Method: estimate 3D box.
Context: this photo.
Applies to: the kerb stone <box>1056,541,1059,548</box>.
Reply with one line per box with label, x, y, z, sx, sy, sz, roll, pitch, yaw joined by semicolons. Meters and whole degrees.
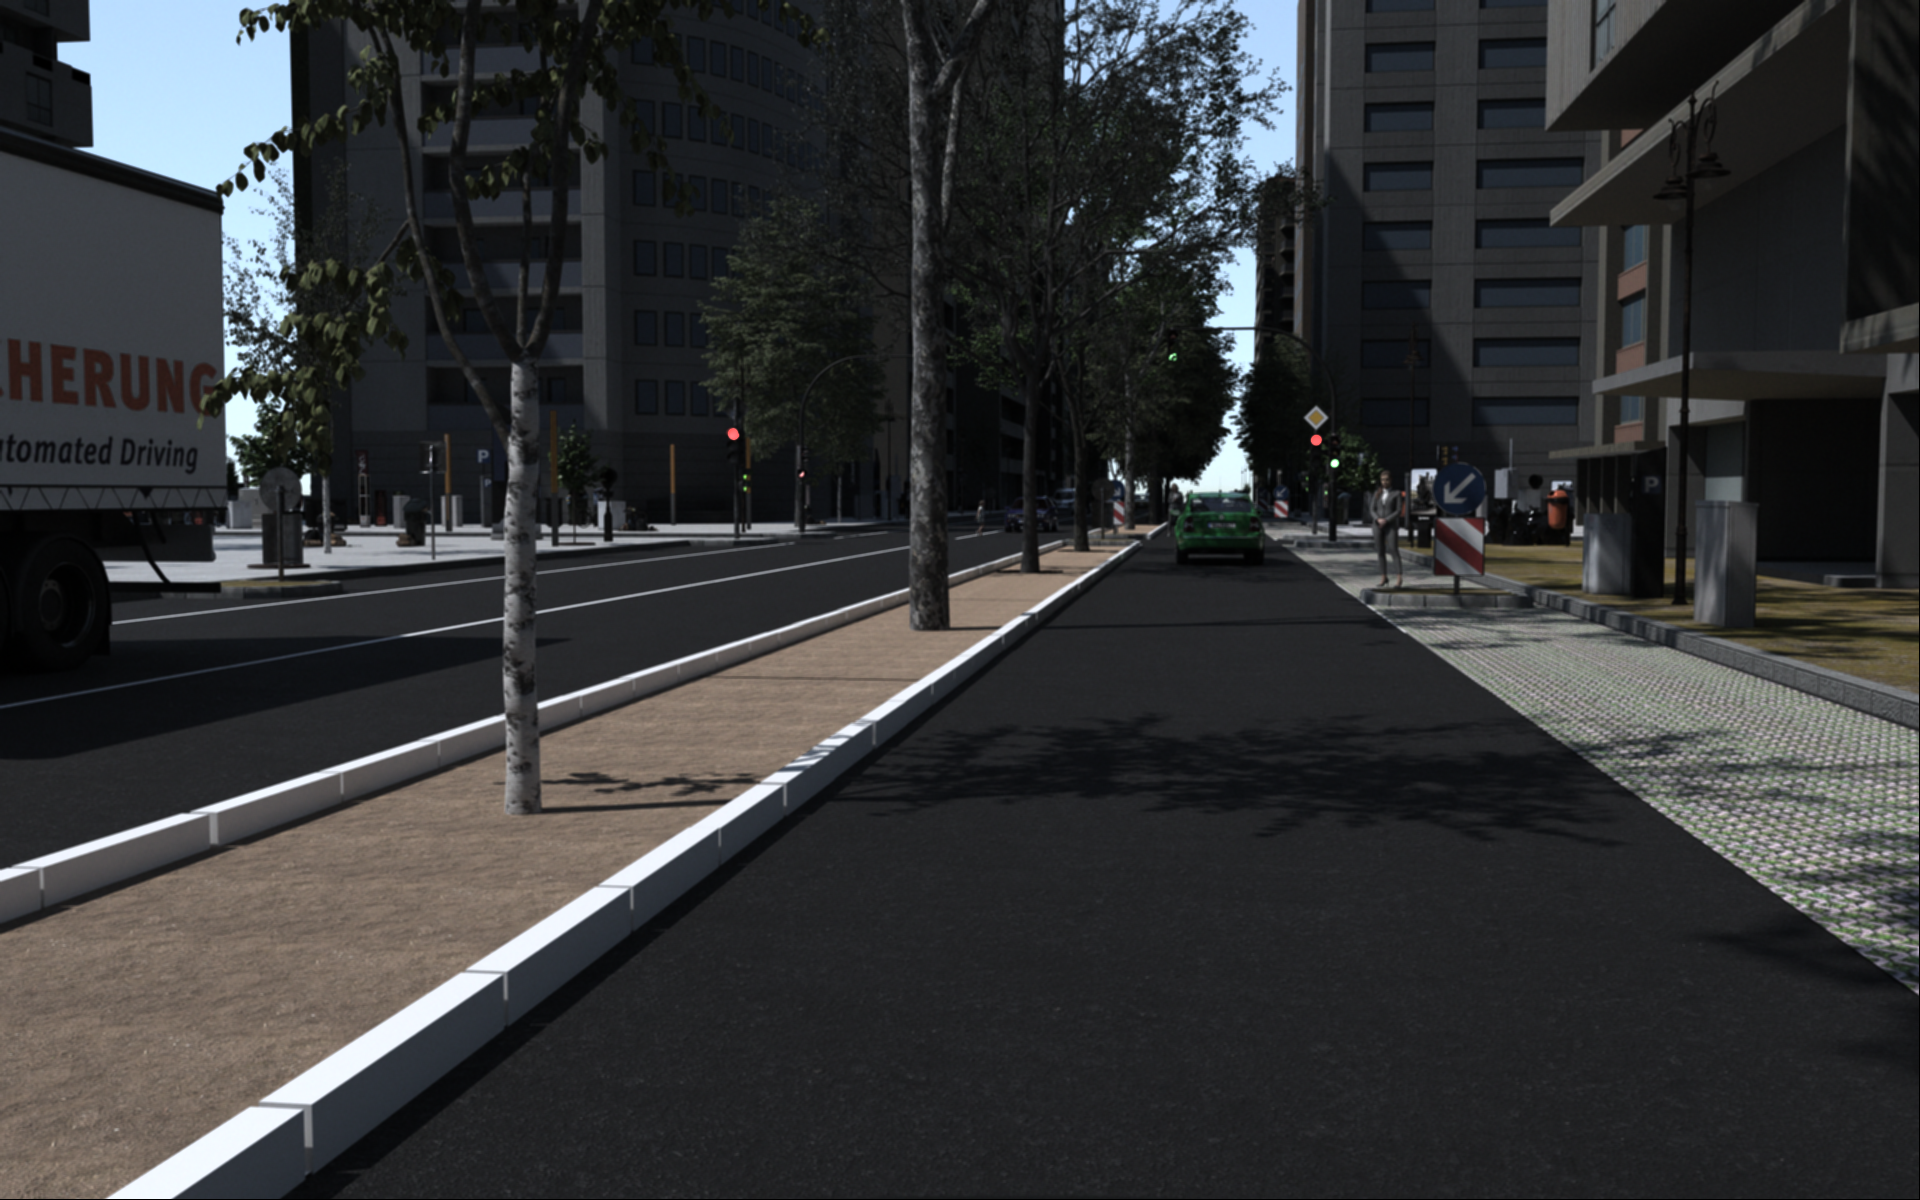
kerb stone;2.416;-1.389;45.030;0.120;0.150;1.000;1;4;8

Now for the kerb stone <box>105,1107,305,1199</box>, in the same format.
kerb stone;-1.498;1.166;3.129;0.120;0.150;1.000;1;4;8

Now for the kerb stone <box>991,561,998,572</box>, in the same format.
kerb stone;0.527;-0.590;31.849;0.120;0.150;1.000;1;4;8

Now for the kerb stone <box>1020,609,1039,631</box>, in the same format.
kerb stone;0.699;0.236;18.337;0.120;0.150;1.000;1;4;8

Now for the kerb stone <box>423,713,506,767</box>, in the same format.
kerb stone;-2.696;0.776;9.515;0.120;0.150;1.000;1;4;8

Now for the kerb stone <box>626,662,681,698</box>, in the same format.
kerb stone;-2.254;0.589;12.564;0.120;0.150;1.000;1;4;8

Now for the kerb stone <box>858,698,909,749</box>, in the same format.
kerb stone;-0.463;0.731;10.237;0.120;0.150;1.000;1;4;8

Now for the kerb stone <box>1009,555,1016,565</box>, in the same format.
kerb stone;0.956;-0.776;34.885;0.120;0.150;1.000;1;4;8

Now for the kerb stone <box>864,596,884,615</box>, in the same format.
kerb stone;-1.091;0.093;20.672;0.120;0.150;1.000;1;4;8

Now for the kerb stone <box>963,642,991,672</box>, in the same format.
kerb stone;0.116;0.487;14.285;0.120;0.150;1.000;1;4;8

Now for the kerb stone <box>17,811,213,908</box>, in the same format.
kerb stone;-3.137;0.963;6.456;0.120;0.150;1.000;1;4;8

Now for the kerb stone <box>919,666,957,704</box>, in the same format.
kerb stone;-0.173;0.609;12.261;0.120;0.150;1.000;1;4;8

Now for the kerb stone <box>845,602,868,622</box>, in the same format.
kerb stone;-1.235;0.155;19.655;0.120;0.150;1.000;1;4;8

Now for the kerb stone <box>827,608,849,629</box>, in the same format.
kerb stone;-1.383;0.224;18.637;0.120;0.150;1.000;1;4;8

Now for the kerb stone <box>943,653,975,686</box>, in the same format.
kerb stone;-0.028;0.550;13.273;0.120;0.150;1.000;1;4;8

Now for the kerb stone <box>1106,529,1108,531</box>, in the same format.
kerb stone;5.427;-2.668;65.819;0.120;0.150;1.000;1;4;8

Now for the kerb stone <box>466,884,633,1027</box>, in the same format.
kerb stone;-1.204;1.042;5.157;0.120;0.150;1.000;1;4;8

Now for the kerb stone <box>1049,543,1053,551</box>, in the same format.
kerb stone;2.134;-1.273;43.004;0.120;0.150;1.000;1;4;8

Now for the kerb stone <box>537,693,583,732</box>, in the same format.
kerb stone;-2.547;0.714;10.537;0.120;0.150;1.000;1;4;8

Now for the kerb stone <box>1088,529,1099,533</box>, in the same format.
kerb stone;4.687;-2.357;60.740;0.120;0.150;1.000;1;4;8

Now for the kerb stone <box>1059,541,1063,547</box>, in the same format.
kerb stone;2.569;-1.459;46.048;0.120;0.150;1.000;1;4;8

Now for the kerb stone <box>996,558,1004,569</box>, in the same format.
kerb stone;0.674;-0.647;32.861;0.120;0.150;1.000;1;4;8

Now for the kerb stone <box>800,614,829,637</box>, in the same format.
kerb stone;-1.529;0.283;17.624;0.120;0.150;1.000;1;4;8

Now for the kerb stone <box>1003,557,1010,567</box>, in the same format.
kerb stone;0.821;-0.714;33.872;0.120;0.150;1.000;1;4;8

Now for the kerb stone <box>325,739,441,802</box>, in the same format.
kerb stone;-2.837;0.839;8.503;0.120;0.150;1.000;1;4;8

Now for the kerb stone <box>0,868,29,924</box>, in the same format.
kerb stone;-3.280;1.025;5.444;0.120;0.150;1.000;1;4;8

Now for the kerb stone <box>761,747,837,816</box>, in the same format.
kerb stone;-0.759;0.856;8.199;0.120;0.150;1.000;1;4;8

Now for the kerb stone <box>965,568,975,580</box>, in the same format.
kerb stone;0.083;-0.404;28.796;0.120;0.150;1.000;1;4;8

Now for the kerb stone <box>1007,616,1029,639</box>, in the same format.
kerb stone;0.550;0.298;17.325;0.120;0.150;1.000;1;4;8

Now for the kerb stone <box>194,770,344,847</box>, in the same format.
kerb stone;-2.979;0.900;7.482;0.120;0.150;1.000;1;4;8

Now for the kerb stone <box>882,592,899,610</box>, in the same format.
kerb stone;-0.939;0.031;21.690;0.120;0.150;1.000;1;4;8

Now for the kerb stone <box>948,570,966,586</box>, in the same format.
kerb stone;-0.066;-0.337;27.776;0.120;0.150;1.000;1;4;8

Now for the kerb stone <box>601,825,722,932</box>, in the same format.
kerb stone;-1.057;0.980;6.169;0.120;0.150;1.000;1;4;8

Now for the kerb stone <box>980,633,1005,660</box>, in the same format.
kerb stone;0.257;0.427;15.302;0.120;0.150;1.000;1;4;8

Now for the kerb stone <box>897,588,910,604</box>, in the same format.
kerb stone;-0.789;-0.031;22.701;0.120;0.150;1.000;1;4;8

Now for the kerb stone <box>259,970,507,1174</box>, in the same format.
kerb stone;-1.350;1.104;4.145;0.120;0.150;1.000;1;4;8

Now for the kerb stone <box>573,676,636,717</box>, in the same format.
kerb stone;-2.400;0.654;11.550;0.120;0.150;1.000;1;4;8

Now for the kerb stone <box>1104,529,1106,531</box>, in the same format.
kerb stone;5.279;-2.600;64.797;0.120;0.150;1.000;1;4;8

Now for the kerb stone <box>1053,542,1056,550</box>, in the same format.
kerb stone;2.282;-1.334;44.016;0.120;0.150;1.000;1;4;8

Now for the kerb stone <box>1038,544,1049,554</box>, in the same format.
kerb stone;1.989;-1.210;41.979;0.120;0.150;1.000;1;4;8

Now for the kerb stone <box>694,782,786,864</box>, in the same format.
kerb stone;-0.911;0.923;7.181;0.120;0.150;1.000;1;4;8

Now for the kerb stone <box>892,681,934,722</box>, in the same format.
kerb stone;-0.322;0.669;11.249;0.120;0.150;1.000;1;4;8

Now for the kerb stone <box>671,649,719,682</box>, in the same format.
kerb stone;-2.108;0.527;13.575;0.120;0.150;1.000;1;4;8

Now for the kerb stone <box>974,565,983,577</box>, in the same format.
kerb stone;0.229;-0.463;29.807;0.120;0.150;1.000;1;4;8

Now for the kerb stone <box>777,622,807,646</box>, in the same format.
kerb stone;-1.669;0.348;16.611;0.120;0.150;1.000;1;4;8

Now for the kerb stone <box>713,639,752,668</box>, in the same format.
kerb stone;-1.962;0.466;14.587;0.120;0.150;1.000;1;4;8

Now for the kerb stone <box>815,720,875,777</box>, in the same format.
kerb stone;-0.620;0.794;9.212;0.120;0.150;1.000;1;4;8

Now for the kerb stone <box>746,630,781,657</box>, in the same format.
kerb stone;-1.815;0.407;15.599;0.120;0.150;1.000;1;4;8

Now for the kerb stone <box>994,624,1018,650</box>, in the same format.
kerb stone;0.411;0.360;16.312;0.120;0.150;1.000;1;4;8

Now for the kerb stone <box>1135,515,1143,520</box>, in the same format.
kerb stone;10.251;-4.719;99.348;0.120;0.150;1.000;1;4;8

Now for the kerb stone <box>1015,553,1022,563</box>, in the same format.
kerb stone;1.111;-0.839;35.905;0.120;0.150;1.000;1;4;8

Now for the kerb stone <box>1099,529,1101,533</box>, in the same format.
kerb stone;4.834;-2.420;61.760;0.120;0.150;1.000;1;4;8

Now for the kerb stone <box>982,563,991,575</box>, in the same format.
kerb stone;0.384;-0.527;30.828;0.120;0.150;1.000;1;4;8
